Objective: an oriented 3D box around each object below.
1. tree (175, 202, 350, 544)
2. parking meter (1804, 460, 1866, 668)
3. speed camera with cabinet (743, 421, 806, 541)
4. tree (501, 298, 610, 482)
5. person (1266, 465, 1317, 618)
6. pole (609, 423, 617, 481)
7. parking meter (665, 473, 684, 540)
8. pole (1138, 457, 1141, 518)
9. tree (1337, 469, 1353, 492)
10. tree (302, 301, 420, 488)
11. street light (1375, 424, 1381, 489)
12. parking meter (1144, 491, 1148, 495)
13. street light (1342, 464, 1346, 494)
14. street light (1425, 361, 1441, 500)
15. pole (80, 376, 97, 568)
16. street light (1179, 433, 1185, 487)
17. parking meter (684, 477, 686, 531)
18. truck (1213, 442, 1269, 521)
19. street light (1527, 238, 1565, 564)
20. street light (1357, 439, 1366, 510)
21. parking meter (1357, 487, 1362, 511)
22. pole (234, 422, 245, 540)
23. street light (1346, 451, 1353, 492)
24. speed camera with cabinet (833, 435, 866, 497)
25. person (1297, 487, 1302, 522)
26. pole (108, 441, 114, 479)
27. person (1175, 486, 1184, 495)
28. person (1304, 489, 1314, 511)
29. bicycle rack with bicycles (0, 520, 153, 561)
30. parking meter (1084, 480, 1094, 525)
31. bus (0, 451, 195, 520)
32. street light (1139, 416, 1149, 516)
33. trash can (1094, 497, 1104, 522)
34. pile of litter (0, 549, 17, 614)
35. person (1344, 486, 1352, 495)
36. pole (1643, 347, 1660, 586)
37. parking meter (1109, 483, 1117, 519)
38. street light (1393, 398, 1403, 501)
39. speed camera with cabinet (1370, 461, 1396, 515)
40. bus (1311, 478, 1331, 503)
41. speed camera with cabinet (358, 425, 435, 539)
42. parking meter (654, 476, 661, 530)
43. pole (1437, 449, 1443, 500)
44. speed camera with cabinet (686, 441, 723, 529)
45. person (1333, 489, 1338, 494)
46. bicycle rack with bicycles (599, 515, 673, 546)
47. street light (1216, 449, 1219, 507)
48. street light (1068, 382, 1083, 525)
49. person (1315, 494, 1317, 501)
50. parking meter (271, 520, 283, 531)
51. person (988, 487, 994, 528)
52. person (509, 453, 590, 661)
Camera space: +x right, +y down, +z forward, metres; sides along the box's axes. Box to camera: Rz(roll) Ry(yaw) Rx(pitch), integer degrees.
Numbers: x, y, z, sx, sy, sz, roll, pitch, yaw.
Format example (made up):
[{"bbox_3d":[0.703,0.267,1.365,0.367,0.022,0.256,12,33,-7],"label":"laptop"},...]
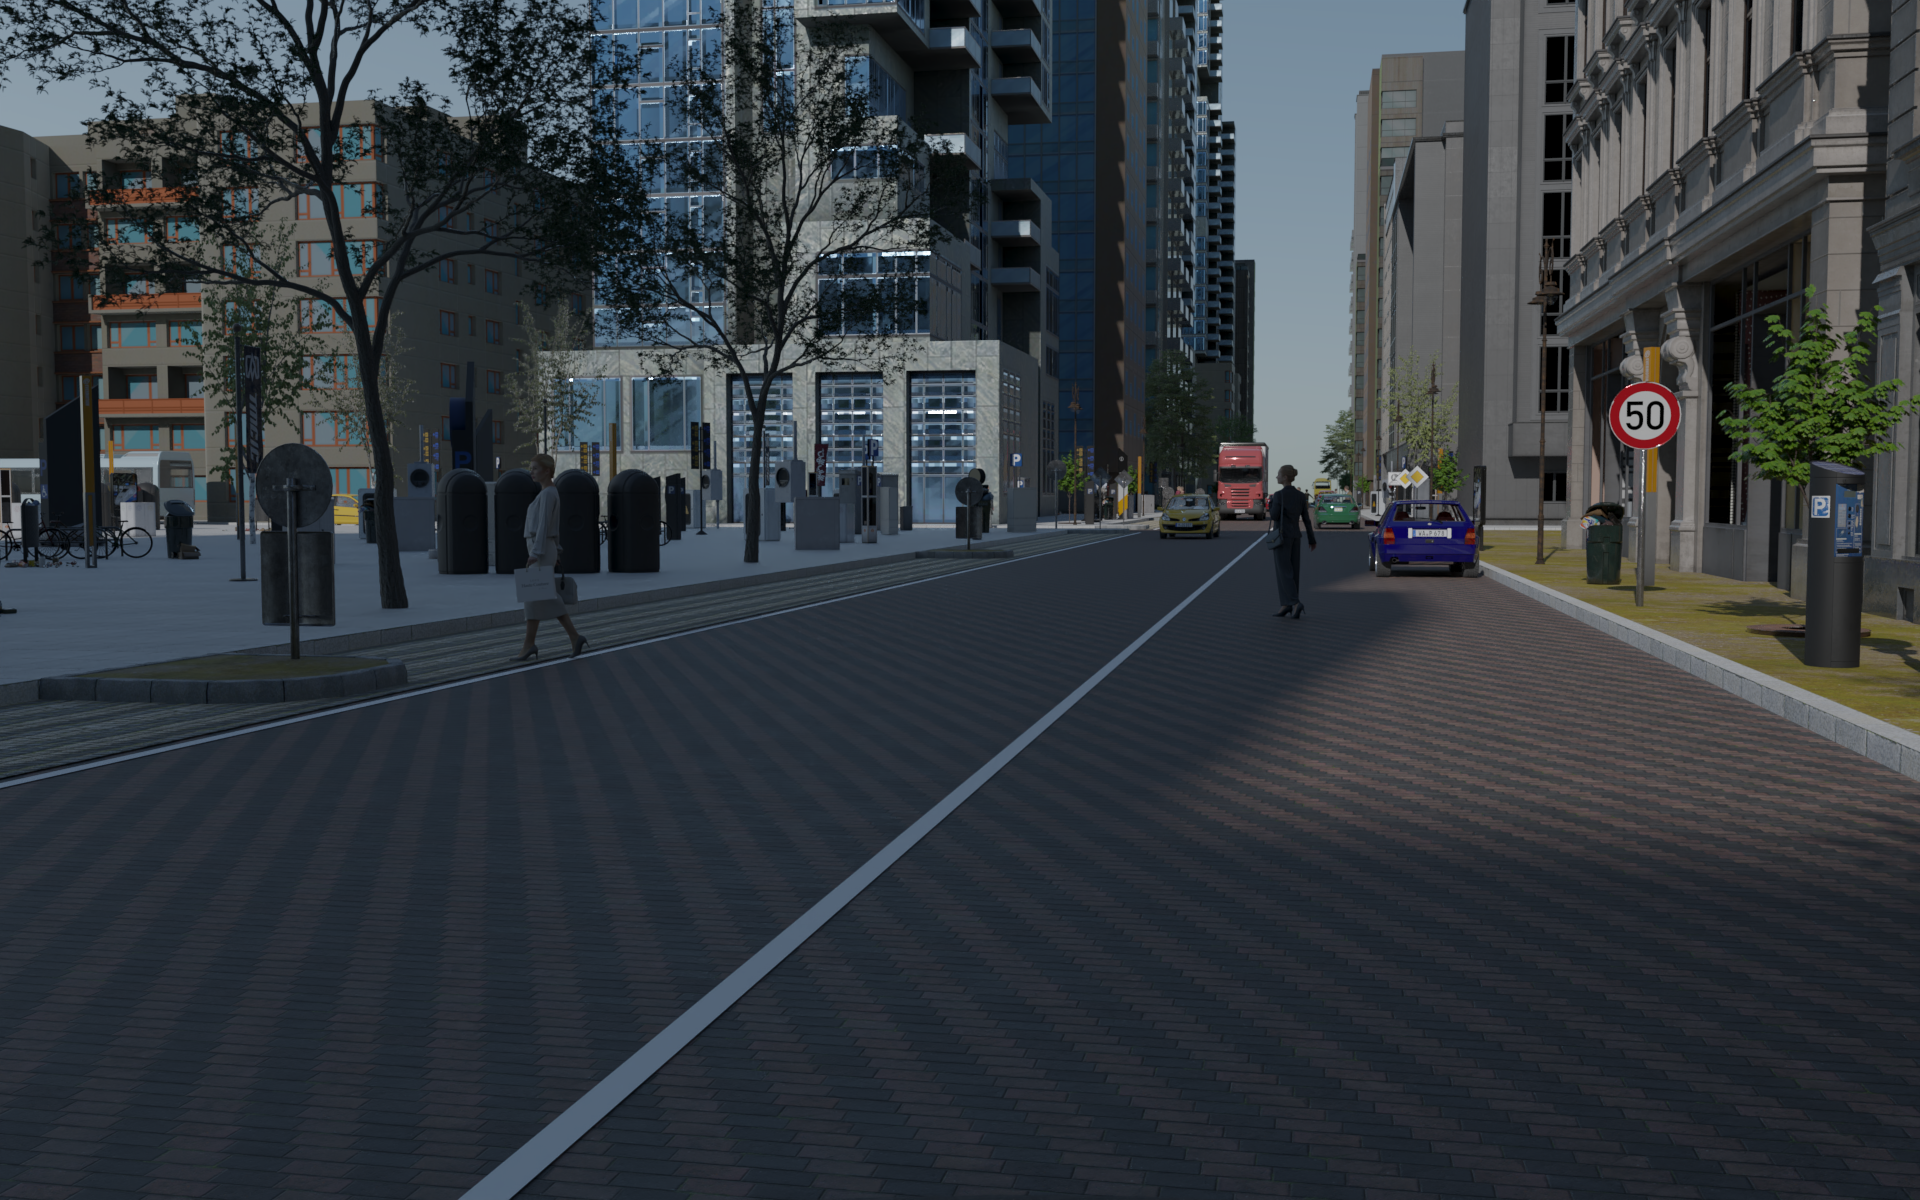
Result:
[{"bbox_3d":[-18.119,-5.757,44.481,4.737,8.622,4.395,0,3,0],"label":"tree"},{"bbox_3d":[6.515,-0.274,12.896,0.372,1.533,0.369,0,3,0],"label":"parking meter"},{"bbox_3d":[-5.065,-3.228,47.108,2.038,3.252,0.660,3,5,44],"label":"speed camera with cabinet"},{"bbox_3d":[-14.963,-6.916,63.433,4.360,8.622,3.978,0,3,0],"label":"tree"},{"bbox_3d":[3.854,-0.684,20.106,0.534,1.772,0.576,3,4,36],"label":"person"},{"bbox_3d":[-9.963,-3.421,49.770,0.158,3.312,0.155,0,3,0],"label":"pole"},{"bbox_3d":[-8.022,-2.612,48.419,0.399,1.863,0.255,1,4,18],"label":"parking meter"},{"bbox_3d":[9.744,-6.129,94.060,0.158,3.312,0.155,0,3,0],"label":"pole"},{"bbox_3d":[50.705,-14.813,225.907,4.285,4.588,4.351,0,3,0],"label":"tree"},{"bbox_3d":[-22.310,-7.032,65.333,4.360,8.622,3.978,0,3,0],"label":"tree"},{"bbox_3d":[27.181,-8.547,112.534,0.468,5.910,1.993,1,4,11],"label":"street light"},{"bbox_3d":[13.915,-7.426,129.825,0.372,1.533,0.369,0,3,0],"label":"parking meter"},{"bbox_3d":[48.322,-14.934,216.956,0.468,5.910,1.993,1,4,11],"label":"street light"},{"bbox_3d":[16.500,-5.367,60.533,0.468,5.910,1.993,1,4,11],"label":"street light"},{"bbox_3d":[-15.077,-2.209,29.958,0.158,3.312,0.155,0,3,0],"label":"pole"},{"bbox_3d":[16.694,-9.627,130.183,0.468,5.910,1.993,1,4,11],"label":"street light"},{"bbox_3d":[-9.669,-3.302,59.705,0.399,1.863,0.255,-2,4,-24],"label":"parking meter"},{"bbox_3d":[15.738,-6.555,96.088,2.839,4.237,11.283,1,4,11],"label":"truck"},{"bbox_3d":[10.607,-3.591,31.495,0.468,5.910,1.993,1,4,11],"label":"street light"},{"bbox_3d":[33.027,-10.351,142.025,0.468,5.910,1.993,1,4,11],"label":"street light"},{"bbox_3d":[31.081,-7.897,134.823,0.399,1.863,0.255,1,4,17],"label":"parking meter"},{"bbox_3d":[-20.219,-3.350,48.613,0.158,3.312,0.155,0,3,0],"label":"pole"},{"bbox_3d":[42.431,-13.158,187.917,0.468,5.910,1.993,1,4,11],"label":"street light"},{"bbox_3d":[-3.678,-3.918,58.401,0.660,3.252,2.038,-2,4,-25],"label":"speed camera with cabinet"},{"bbox_3d":[17.490,-4.962,89.835,0.583,1.804,0.606,1,4,9],"label":"person"},{"bbox_3d":[-32.554,-4.443,66.490,0.158,3.312,0.155,0,3,0],"label":"pole"},{"bbox_3d":[11.246,-4.890,88.419,0.573,1.828,0.580,-3,5,-43],"label":"person"},{"bbox_3d":[30.159,-8.723,150.751,1.348,1.869,0.705,0,4,-1],"label":"person"},{"bbox_3d":[-17.616,-1.286,34.402,2.925,0.926,2.852,-1,4,-16],"label":"bicycle rack with bicycles"},{"bbox_3d":[5.415,-4.089,72.569,0.399,1.863,0.255,0,4,-4],"label":"parking meter"},{"bbox_3d":[-40.468,-4.983,76.329,13.247,3.499,2.948,1,4,11],"label":"bus"},{"bbox_3d":[10.680,-7.824,100.707,0.468,5.910,1.993,1,4,11],"label":"street light"},{"bbox_3d":[6.188,-4.110,78.850,0.748,1.137,0.748,0,3,0],"label":"trash can"},{"bbox_3d":[-10.758,-0.279,18.527,1.176,0.858,1.719,-2,4,-26],"label":"pile of litter"},{"bbox_3d":[19.229,-4.738,85.884,0.656,1.842,0.836,3,5,39],"label":"person"},{"bbox_3d":[9.612,-1.854,24.160,0.158,3.312,0.155,0,3,0],"label":"pole"},{"bbox_3d":[7.852,-5.094,89.003,0.399,1.863,0.255,0,4,6],"label":"parking meter"},{"bbox_3d":[21.111,-6.773,83.531,0.468,5.910,1.993,1,4,11],"label":"street light"},{"bbox_3d":[25.573,-6.751,104.720,0.660,3.252,2.038,-1,4,-16],"label":"speed camera with cabinet"},{"bbox_3d":[55.790,-16.860,267.205,2.896,3.916,12.252,1,4,10],"label":"bus"},{"bbox_3d":[-16.077,-3.368,49.402,2.038,3.252,0.660,-1,4,-8],"label":"speed camera with cabinet"},{"bbox_3d":[-9.863,-3.072,55.933,0.399,1.863,0.255,-1,4,-14],"label":"parking meter"},{"bbox_3d":[21.566,-5.137,77.835,0.158,3.312,0.155,0,3,0],"label":"pole"},{"bbox_3d":[-9.692,-4.303,64.685,0.660,3.252,2.038,-3,5,-43],"label":"speed camera with cabinet"},{"bbox_3d":[28.503,-7.528,131.391,0.447,1.846,0.655,0,4,4],"label":"person"},{"bbox_3d":[-8.455,-1.818,43.101,2.925,0.926,2.852,1,4,18],"label":"bicycle rack with bicycles"},{"bbox_3d":[26.232,-12.461,176.532,0.468,5.910,1.993,1,4,11],"label":"street light"},{"bbox_3d":[4.775,-6.048,71.671,0.468,5.910,1.993,1,4,11],"label":"street light"},{"bbox_3d":[43.066,-12.082,209.265,0.599,1.433,0.991,-1,4,-10],"label":"person"},{"bbox_3d":[-14.726,-1.937,37.389,0.255,1.863,0.399,-1,4,-15],"label":"parking meter"},{"bbox_3d":[1.080,-3.757,70.023,0.694,1.812,0.767,-2,4,-33],"label":"person"},{"bbox_3d":[-3.536,-0.369,14.883,0.624,1.780,0.694,0,4,3],"label":"person"}]
